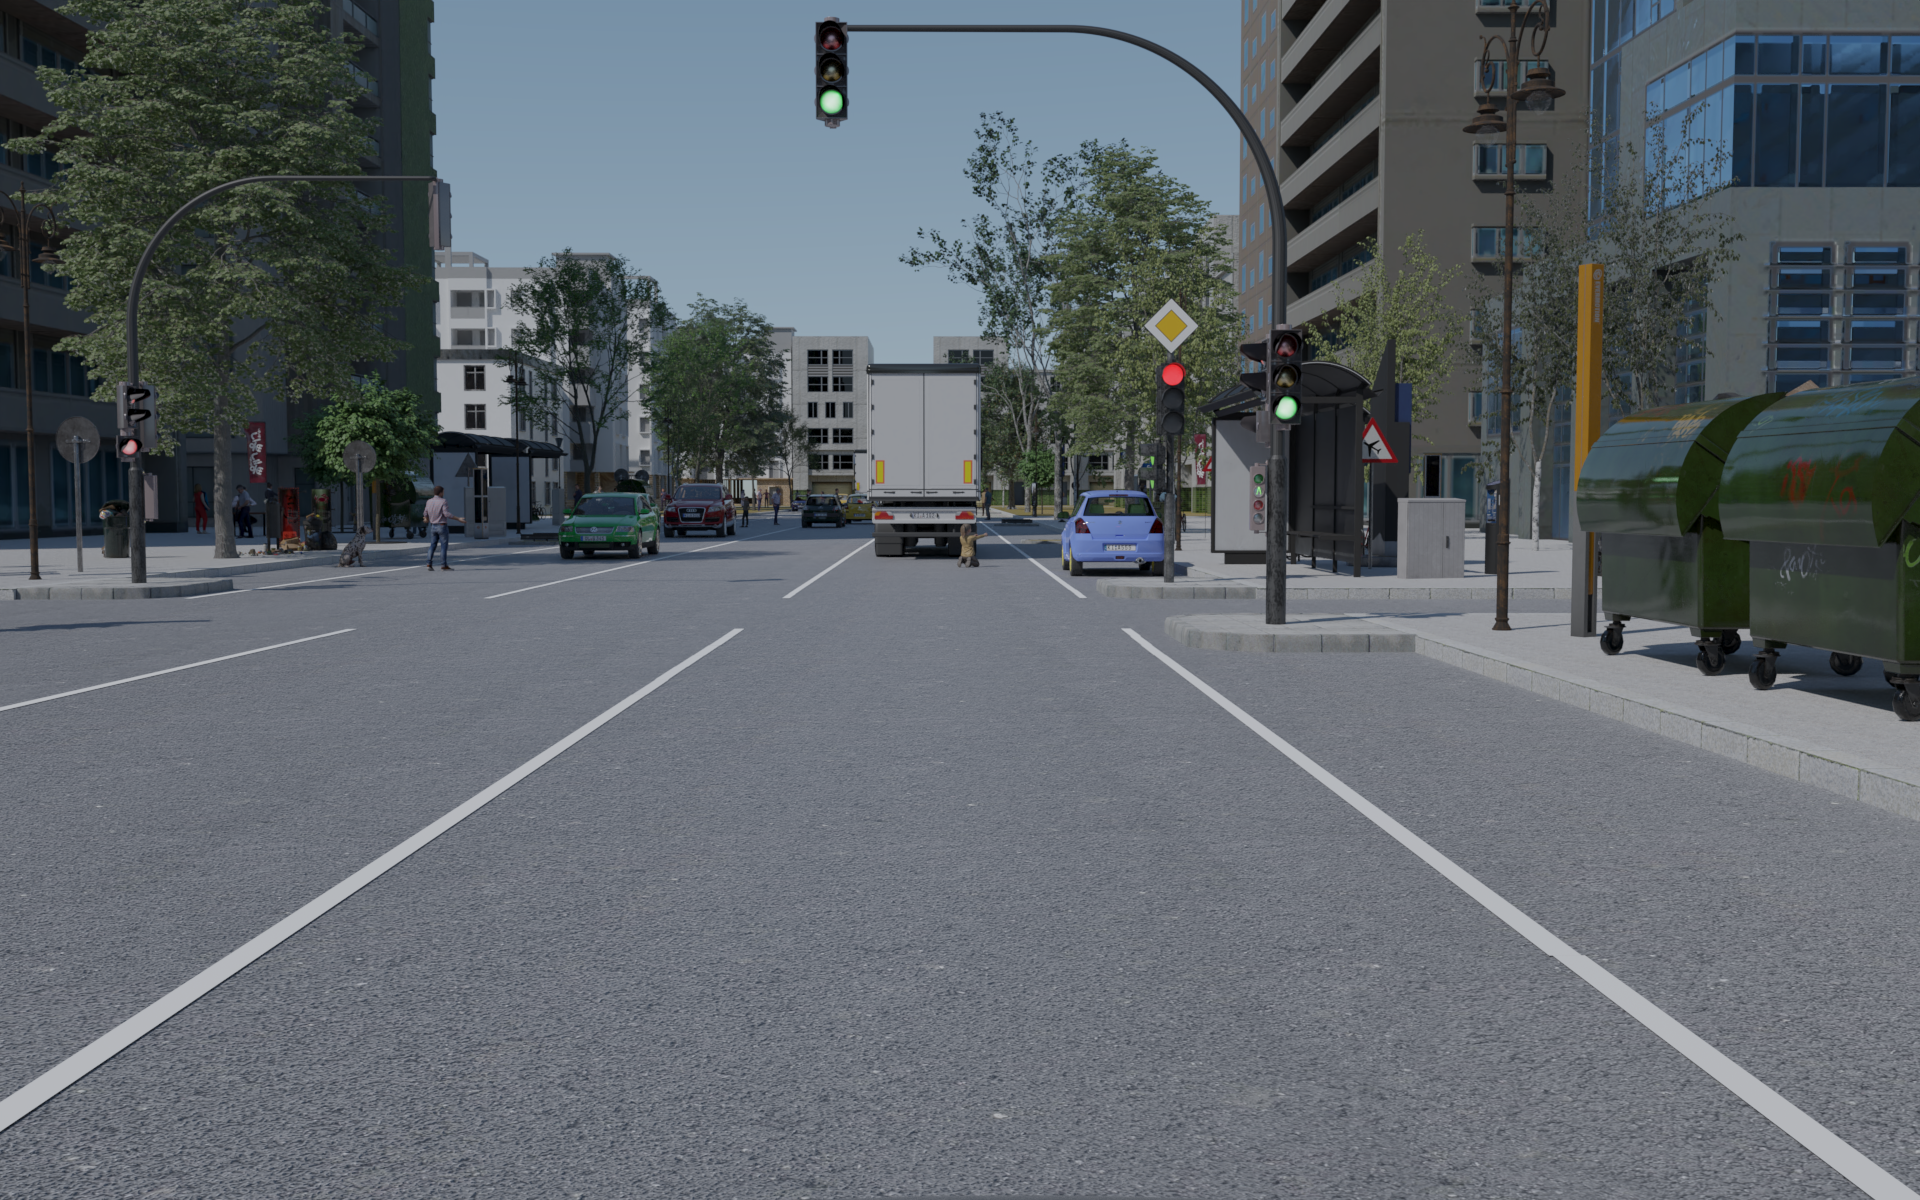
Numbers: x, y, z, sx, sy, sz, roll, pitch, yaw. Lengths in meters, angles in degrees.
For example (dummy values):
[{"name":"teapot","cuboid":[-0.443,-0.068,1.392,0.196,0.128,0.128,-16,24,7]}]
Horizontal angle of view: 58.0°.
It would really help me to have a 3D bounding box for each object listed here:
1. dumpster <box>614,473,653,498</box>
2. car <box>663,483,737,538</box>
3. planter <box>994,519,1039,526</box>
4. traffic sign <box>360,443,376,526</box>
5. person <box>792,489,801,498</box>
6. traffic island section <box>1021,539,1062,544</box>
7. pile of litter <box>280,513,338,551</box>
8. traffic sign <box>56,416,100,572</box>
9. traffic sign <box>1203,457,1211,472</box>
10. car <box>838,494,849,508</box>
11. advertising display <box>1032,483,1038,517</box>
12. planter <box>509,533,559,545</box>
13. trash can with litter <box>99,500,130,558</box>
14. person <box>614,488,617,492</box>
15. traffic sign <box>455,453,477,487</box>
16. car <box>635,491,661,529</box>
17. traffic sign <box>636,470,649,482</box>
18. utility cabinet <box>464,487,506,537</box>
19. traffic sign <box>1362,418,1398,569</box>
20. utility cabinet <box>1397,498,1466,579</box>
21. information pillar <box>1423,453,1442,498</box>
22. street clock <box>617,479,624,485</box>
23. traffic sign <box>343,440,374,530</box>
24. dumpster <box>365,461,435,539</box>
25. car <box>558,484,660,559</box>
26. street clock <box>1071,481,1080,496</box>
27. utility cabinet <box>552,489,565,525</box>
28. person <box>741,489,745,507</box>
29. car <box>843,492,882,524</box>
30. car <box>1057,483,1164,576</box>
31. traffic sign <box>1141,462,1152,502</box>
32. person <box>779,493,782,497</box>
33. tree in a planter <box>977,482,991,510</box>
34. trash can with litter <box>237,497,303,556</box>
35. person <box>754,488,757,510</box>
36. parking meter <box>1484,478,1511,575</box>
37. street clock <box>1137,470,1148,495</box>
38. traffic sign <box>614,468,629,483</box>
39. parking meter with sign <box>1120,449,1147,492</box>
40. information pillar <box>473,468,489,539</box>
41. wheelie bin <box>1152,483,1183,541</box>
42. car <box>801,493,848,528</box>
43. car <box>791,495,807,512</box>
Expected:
[{"name":"dumpster","cuboid":[-15.139,-4.761,80.343,1.502,2.255,1.985,0,4,0]},{"name":"car","cuboid":[-8.793,-3.068,58.829,2.281,1.827,5.304,0,4,-2]},{"name":"planter","cuboid":[2.523,-3.473,77.918,1.991,0.319,1.994,0,4,-1]},{"name":"traffic sign","cuboid":[-14.607,-2.578,42.259,0.768,2.556,0.104,1,4,8]},{"name":"person","cuboid":[-15.863,-9.891,168.555,1.217,1.735,0.721,-2,4,-23]},{"name":"traffic island section","cuboid":[2.789,-1.708,50.795,1.991,0.108,1.994,0,4,-1]},{"name":"pile of litter","cuboid":[-14.892,-1.551,39.317,1.176,0.858,1.719,3,5,42]},{"name":"traffic sign","cuboid":[-14.475,-1.732,28.422,0.768,2.556,0.104,0,4,6]},{"name":"traffic sign","cuboid":[6.161,-2.497,40.831,0.884,2.594,0.081,0,4,6]},{"name":"car","cuboid":[-10.221,-8.461,148.568,2.015,1.641,3.980,0,4,0]},{"name":"advertising display","cuboid":[4.180,-5.618,97.069,0.123,1.923,0.974,-1,4,-11]},{"name":"planter","cuboid":[-11.777,-1.759,49.900,1.991,0.319,1.994,0,4,-1]},{"name":"trash can with litter","cuboid":[-17.074,-1.435,34.844,0.624,1.170,1.055,-3,4,-39]},{"name":"person","cuboid":[-24.925,-7.274,125.684,0.721,1.736,1.217,2,4,27]},{"name":"traffic sign","cuboid":[-15.417,-3.324,54.355,0.884,2.594,0.081,0,4,4]},{"name":"car","cuboid":[-12.187,-3.388,64.189,1.959,1.807,4.718,0,4,-3]},{"name":"traffic sign","cuboid":[-16.535,-5.504,90.100,0.768,2.556,0.104,0,4,4]},{"name":"utility cabinet","cuboid":[-14.154,-2.627,51.628,1.173,1.500,0.318,-2,4,-25]},{"name":"traffic sign","cuboid":[7.010,-1.806,29.538,0.884,2.594,0.081,0,4,2]},{"name":"utility cabinet","cuboid":[7.190,-0.932,26.406,1.020,1.237,0.306,-1,4,-18]},{"name":"information pillar","cuboid":[8.568,-1.649,31.460,0.304,2.012,0.304,1,4,12]},{"name":"street clock","cuboid":[-16.658,-4.950,85.502,0.471,2.002,0.358,0,4,-8]},{"name":"traffic sign","cuboid":[-14.297,-2.510,41.150,0.768,2.556,0.104,0,4,6]},{"name":"dumpster","cuboid":[-16.116,-2.896,49.848,1.502,2.255,1.985,0,4,-1]},{"name":"car","cuboid":[-8.012,-1.895,39.772,1.959,1.807,4.718,0,4,-2]},{"name":"street clock","cuboid":[6.582,-5.756,98.677,0.471,2.002,0.358,1,4,12]},{"name":"utility cabinet","cuboid":[-16.586,-3.841,71.472,0.318,1.500,1.173,0,4,-2]},{"name":"person","cuboid":[-21.528,-10.109,171.986,0.551,1.740,0.621,2,4,29]},{"name":"car","cuboid":[-4.705,-4.488,83.601,2.015,1.641,3.980,0,4,1]},{"name":"car","cuboid":[2.754,-1.341,31.509,1.945,1.707,3.694,0,3,0]},{"name":"traffic sign","cuboid":[7.095,-3.940,64.529,0.768,2.556,0.104,0,4,0]},{"name":"person","cuboid":[-17.914,-9.981,170.170,0.756,1.711,0.436,3,4,38]},{"name":"tree in a planter","cuboid":[1.768,-9.598,154.153,1.991,3.239,1.994,0,4,-1]},{"name":"trash can with litter","cuboid":[-14.829,-1.571,36.736,1.678,1.210,2.233,0,4,0]},{"name":"person","cuboid":[-16.674,-8.217,141.103,0.721,1.736,1.217,-2,4,-26]},{"name":"parking meter","cuboid":[8.605,-1.182,27.729,0.372,1.533,0.369,0,3,0]},{"name":"street clock","cuboid":[5.400,-2.865,51.409,0.358,2.002,0.471,0,4,-1]},{"name":"traffic sign","cuboid":[-16.802,-5.249,85.935,0.768,2.556,0.104,0,4,5]},{"name":"parking meter with sign","cuboid":[6.776,-4.274,66.140,0.543,3.016,1.738,-2,4,-26]},{"name":"information pillar","cuboid":[-13.615,-2.736,49.223,0.304,2.012,0.304,1,4,19]},{"name":"wheelie bin","cuboid":[5.695,-2.433,47.686,0.693,1.594,0.980,-2,4,-24]},{"name":"car","cuboid":[-5.873,-3.976,74.790,2.009,1.686,4.222,0,4,0]},{"name":"car","cuboid":[-12.860,-7.947,142.512,1.945,1.354,3.894,0,4,0]}]
